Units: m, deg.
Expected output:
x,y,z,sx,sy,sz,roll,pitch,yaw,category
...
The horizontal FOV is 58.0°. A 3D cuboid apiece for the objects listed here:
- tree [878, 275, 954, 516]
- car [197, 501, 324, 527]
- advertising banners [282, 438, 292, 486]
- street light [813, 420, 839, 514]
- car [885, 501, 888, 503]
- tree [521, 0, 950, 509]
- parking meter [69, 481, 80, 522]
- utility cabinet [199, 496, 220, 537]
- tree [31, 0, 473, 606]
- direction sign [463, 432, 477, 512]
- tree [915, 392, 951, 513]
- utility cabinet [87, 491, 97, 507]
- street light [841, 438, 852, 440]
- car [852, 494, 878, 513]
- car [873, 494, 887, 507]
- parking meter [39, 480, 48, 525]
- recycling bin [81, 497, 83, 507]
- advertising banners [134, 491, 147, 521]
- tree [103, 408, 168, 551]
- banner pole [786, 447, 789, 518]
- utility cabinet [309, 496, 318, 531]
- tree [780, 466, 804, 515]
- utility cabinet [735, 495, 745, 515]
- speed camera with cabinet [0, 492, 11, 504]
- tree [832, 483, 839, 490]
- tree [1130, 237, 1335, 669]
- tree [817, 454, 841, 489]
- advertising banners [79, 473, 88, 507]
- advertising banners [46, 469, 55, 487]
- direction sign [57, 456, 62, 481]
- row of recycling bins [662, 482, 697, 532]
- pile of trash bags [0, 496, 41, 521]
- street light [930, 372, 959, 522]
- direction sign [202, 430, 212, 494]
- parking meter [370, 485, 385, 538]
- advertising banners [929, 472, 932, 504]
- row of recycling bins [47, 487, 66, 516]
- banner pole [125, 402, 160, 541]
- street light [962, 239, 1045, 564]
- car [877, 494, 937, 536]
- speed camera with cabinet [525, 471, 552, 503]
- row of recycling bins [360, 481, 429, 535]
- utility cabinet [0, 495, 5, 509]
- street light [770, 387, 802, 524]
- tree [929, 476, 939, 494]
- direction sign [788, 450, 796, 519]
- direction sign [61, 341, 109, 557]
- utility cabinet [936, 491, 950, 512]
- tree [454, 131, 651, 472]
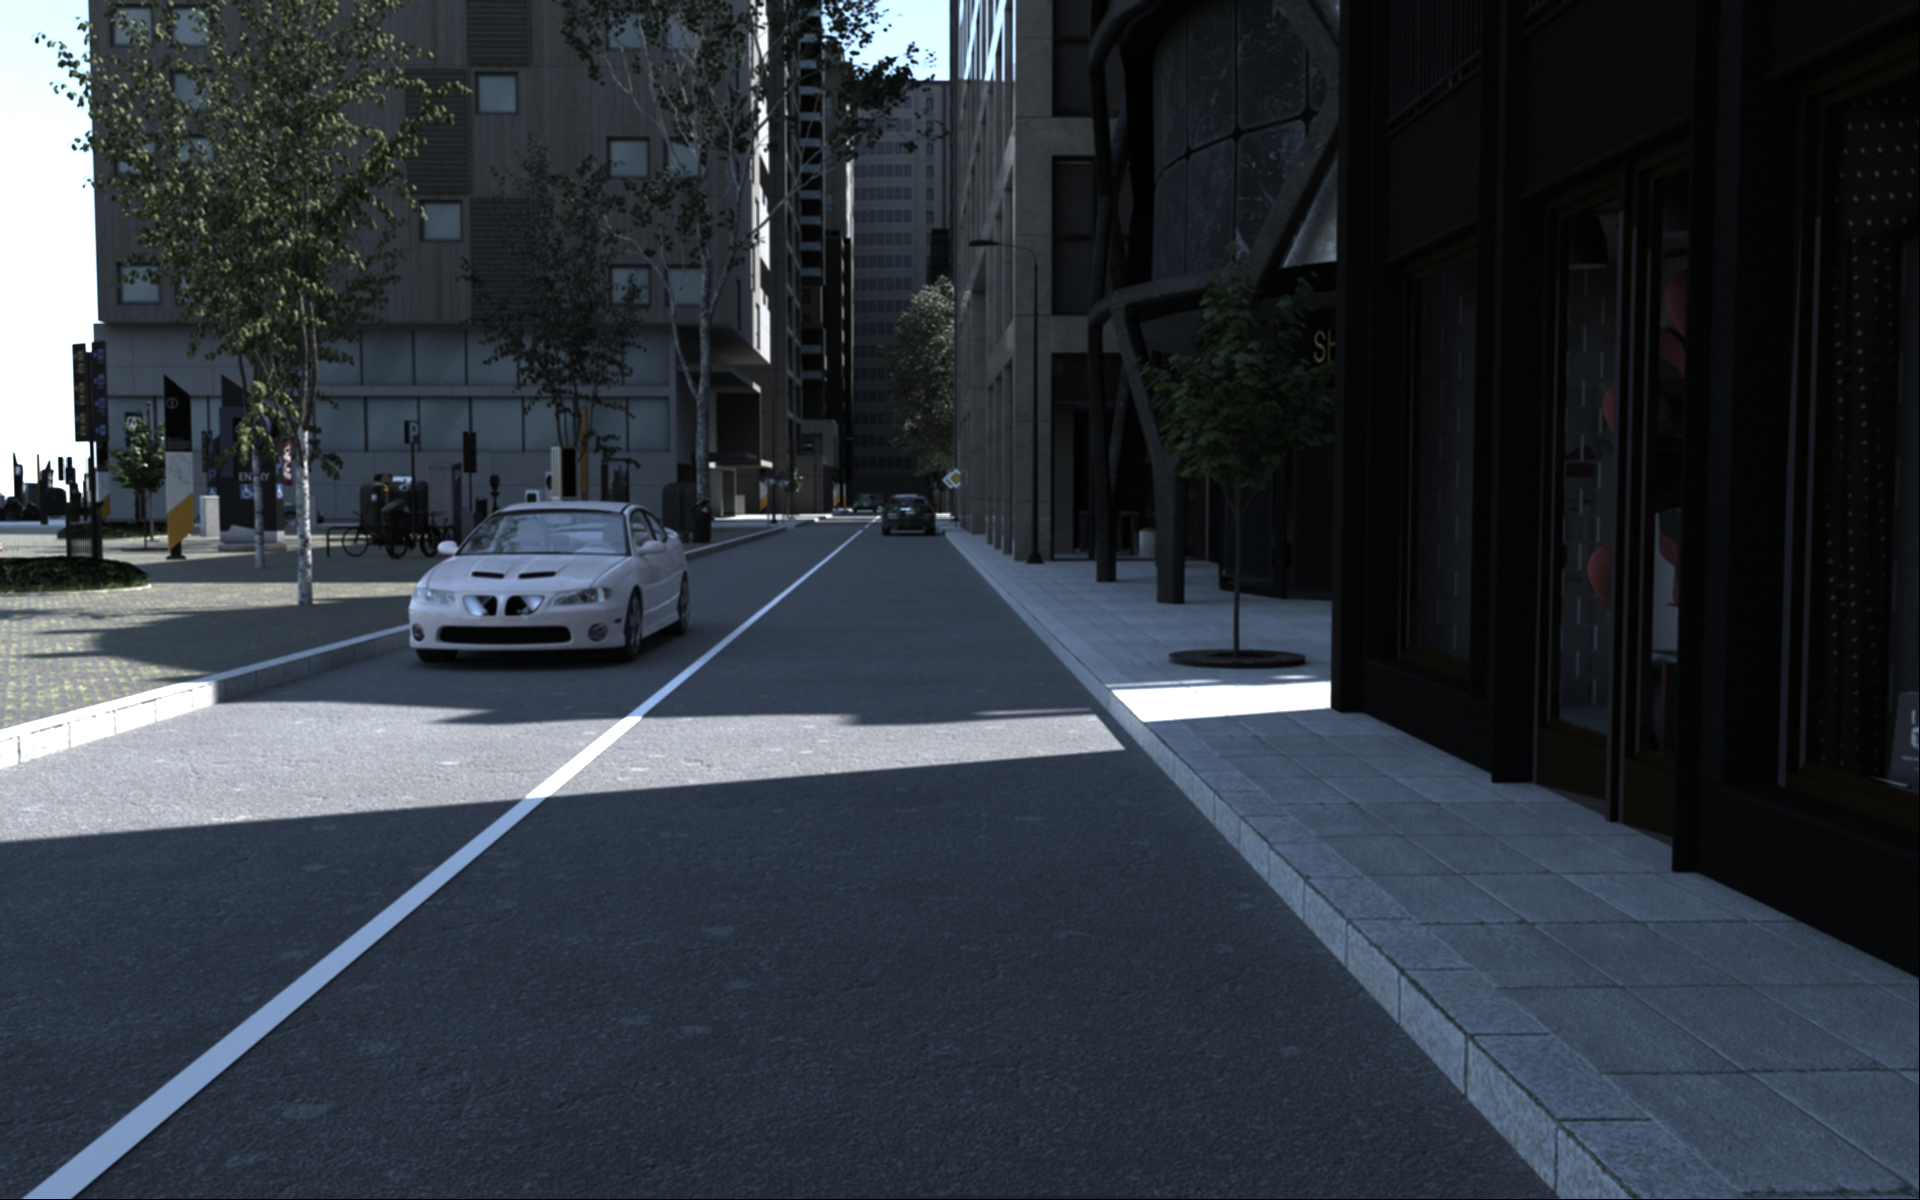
x,y,z,sx,sy,sz,roll,pitch,yaw,category
-0.177,-11.850,100.410,9.857,13.997,8.962,0,3,0,tree
-28.544,-3.608,70.794,4.920,1.459,2.131,0,4,-3,car
-21.456,-3.521,53.754,0.090,3.025,2.074,2,4,27,advertising banners
-8.589,-8.363,109.272,1.470,5.913,1.316,0,4,-2,street light
-4.063,-6.302,115.620,1.945,1.354,3.894,0,4,-1,car
-6.660,-11.915,50.699,12.611,20.169,13.585,0,3,0,tree
-40.814,-4.534,79.835,0.399,1.863,0.255,-3,4,-39,parking meter
-22.373,-2.511,52.223,0.306,1.237,1.020,2,4,33,utility cabinet
-7.781,-4.238,19.649,4.737,8.622,4.395,0,3,0,tree
-17.885,-4.359,63.261,0.379,3.537,0.876,1,4,14,direction sign
-1.134,-10.375,119.997,4.360,8.622,3.978,0,3,0,tree
-62.148,-7.052,123.984,0.318,1.500,1.173,-1,4,-11,utility cabinet
-9.652,-10.460,143.566,1.470,5.913,1.316,0,4,-2,street light
-7.417,-7.734,135.240,1.959,1.807,4.718,0,4,-3,car
-8.177,-9.713,167.847,2.155,1.783,4.494,0,4,-4,car
-38.636,-4.117,73.024,0.255,1.863,0.399,-2,4,-23,parking meter
-67.531,-7.434,134.094,0.722,1.027,0.722,0,3,0,recycling bin
-29.909,-4.107,63.329,0.090,3.025,2.074,-3,5,-39,advertising banners
-18.582,-2.734,39.302,1.663,3.219,1.824,0,3,0,tree
-9.080,-6.188,91.187,0.401,3.779,0.863,0,4,-4,banner pole
-22.700,-3.031,60.719,0.306,1.237,1.020,-1,4,-19,utility cabinet
-10.159,-6.742,104.826,1.663,3.219,1.824,0,3,0,tree
-13.694,-5.805,106.071,1.020,1.237,0.306,0,4,-6,utility cabinet
-65.739,-7.578,118.236,0.660,3.252,2.038,1,4,11,speed camera with cabinet
-11.270,-9.253,145.882,1.663,3.219,1.824,0,3,0,tree
2.026,-1.140,13.241,1.663,3.219,1.824,0,3,0,tree
-11.340,-9.449,138.207,4.285,4.588,4.351,0,3,0,tree
-74.055,-9.139,145.615,0.090,3.025,2.074,1,4,19,advertising banners
-64.569,-7.659,121.413,2.074,3.025,0.090,-1,4,-17,advertising banners
-53.686,-6.850,103.987,0.876,3.537,0.379,0,4,-2,direction sign
-9.575,-3.251,60.265,1.069,1.692,3.534,-2,4,-25,row of recycling bins
-45.200,-4.386,81.462,1.912,1.369,3.447,2,4,26,pile of trash bags
-0.290,-5.726,66.166,1.470,5.913,1.316,0,4,-2,street light
-26.907,-4.280,61.980,0.379,3.537,0.876,-3,5,-45,direction sign
-15.844,-2.369,47.145,0.372,1.533,0.369,0,3,0,parking meter
-2.336,-8.615,137.048,0.090,3.025,2.074,0,4,-5,advertising banners
-53.109,-5.781,101.638,1.069,1.692,3.534,-1,4,-20,row of recycling bins
-22.113,-3.472,46.790,0.401,3.779,0.863,3,5,41,banner pole
0.843,-3.621,31.750,1.470,5.913,1.316,0,4,-2,street light
-1.834,-3.013,61.062,2.131,1.459,4.920,0,4,-4,car
-15.844,-4.401,66.296,2.038,3.252,0.660,3,5,42,speed camera with cabinet
-17.797,-2.992,56.035,1.069,1.692,3.534,3,4,37,row of recycling bins
-60.916,-6.017,109.539,1.020,1.237,0.306,1,4,11,utility cabinet
-7.534,-6.265,74.977,1.470,5.913,1.316,0,4,-2,street light
-2.286,-9.796,154.759,1.663,3.219,1.824,0,3,0,tree
-8.694,-5.966,89.543,0.379,3.537,0.876,-1,4,-16,direction sign
-12.990,-2.075,25.925,0.876,3.537,0.379,2,4,34,direction sign
-1.314,-7.071,124.292,1.173,1.500,0.318,-2,4,-27,utility cabinet
-8.077,-5.198,35.356,4.360,8.622,3.978,0,3,0,tree
